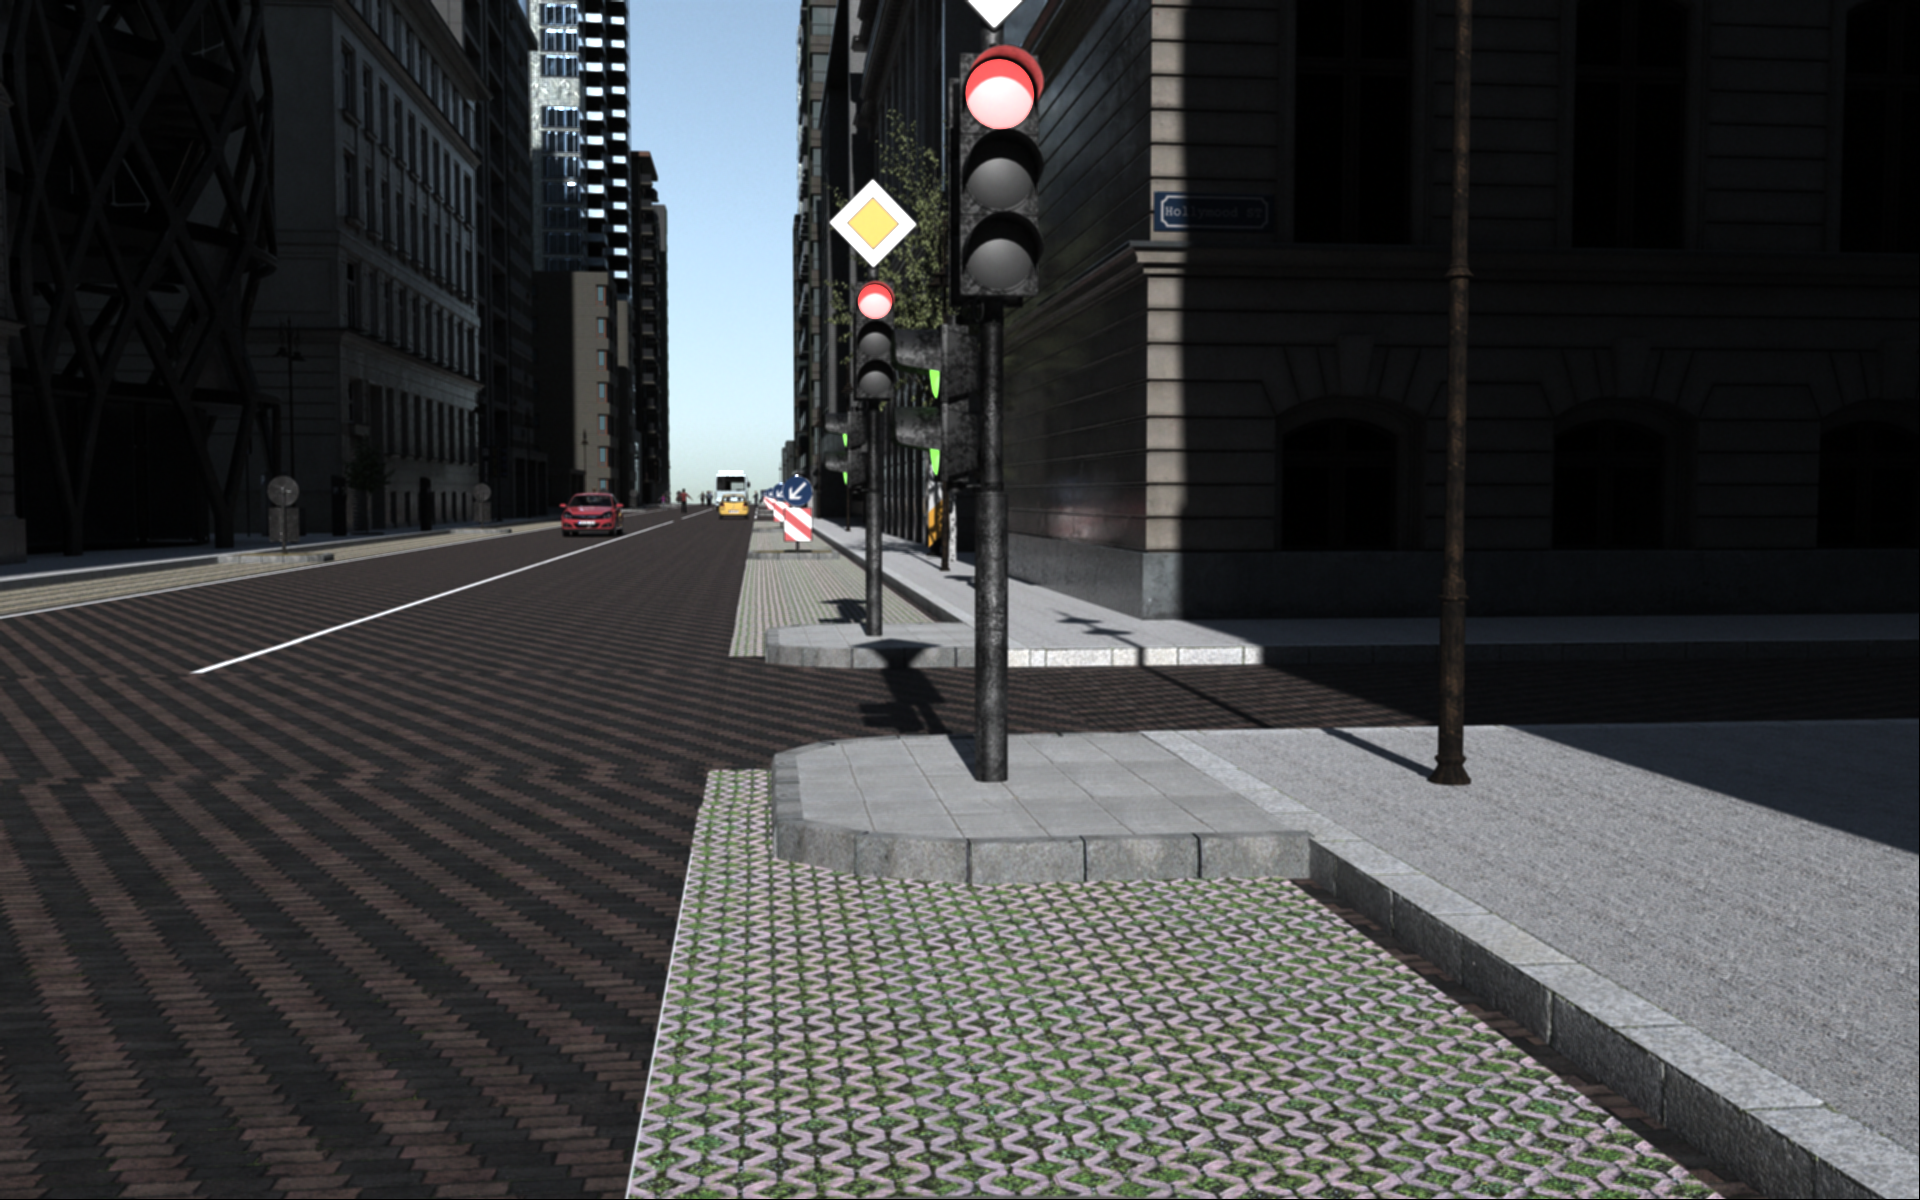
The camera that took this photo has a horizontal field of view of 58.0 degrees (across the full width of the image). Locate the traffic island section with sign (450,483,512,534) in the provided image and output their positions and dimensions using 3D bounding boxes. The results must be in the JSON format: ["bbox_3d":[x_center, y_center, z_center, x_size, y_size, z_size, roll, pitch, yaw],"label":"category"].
[{"bbox_3d":[-17.517,-3.352,63.439,1.989,1.847,2.006,0,4,-7],"label":"traffic island section with sign"}]

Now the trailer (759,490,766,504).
[{"bbox_3d":[-27.407,-14.412,242.686,1.471,1.999,3.904,0,4,-6],"label":"trailer"}]

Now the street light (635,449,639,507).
[{"bbox_3d":[-32.259,-12.257,173.186,0.468,5.910,1.993,0,4,-7],"label":"street light"}]

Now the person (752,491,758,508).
[{"bbox_3d":[-21.493,-10.566,181.705,0.568,1.767,0.683,0,4,1],"label":"person"}]

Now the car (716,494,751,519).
[{"bbox_3d":[-13.005,-5.461,99.515,2.015,1.641,3.980,0,4,-8],"label":"car"}]

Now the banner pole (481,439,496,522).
[{"bbox_3d":[-21.404,-5.423,78.689,0.401,3.779,0.863,2,4,29],"label":"banner pole"}]

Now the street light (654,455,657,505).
[{"bbox_3d":[-35.740,-14.114,203.553,0.468,5.910,1.993,0,4,-7],"label":"street light"}]

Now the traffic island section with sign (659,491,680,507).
[{"bbox_3d":[-32.676,-11.339,194.012,1.989,1.847,2.006,0,4,-7],"label":"traffic island section with sign"}]

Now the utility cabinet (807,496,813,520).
[{"bbox_3d":[-7.391,-4.550,85.546,0.306,1.237,1.020,0,4,-6],"label":"utility cabinet"}]

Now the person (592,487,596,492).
[{"bbox_3d":[-19.649,-5.171,93.122,0.705,1.814,1.350,2,4,32],"label":"person"}]

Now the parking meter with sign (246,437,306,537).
[{"bbox_3d":[-20.821,-3.447,52.618,1.738,3.016,0.543,-3,5,-45],"label":"parking meter with sign"}]

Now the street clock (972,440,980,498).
[{"bbox_3d":[0.328,-1.148,23.345,0.471,2.002,0.358,-3,5,-42],"label":"street clock"}]

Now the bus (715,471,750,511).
[{"bbox_3d":[-19.263,-9.273,146.471,2.948,3.499,13.247,0,4,-7],"label":"bus"}]

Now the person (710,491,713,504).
[{"bbox_3d":[-35.341,-14.576,246.685,0.599,1.838,0.709,0,4,-2],"label":"person"}]

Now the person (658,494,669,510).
[{"bbox_3d":[-26.382,-8.705,154.058,0.991,1.433,0.599,-1,4,-15],"label":"person"}]

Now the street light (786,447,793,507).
[{"bbox_3d":[-16.214,-11.828,166.175,0.468,5.910,1.993,0,4,-7],"label":"street light"}]

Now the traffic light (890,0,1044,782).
[{"bbox_3d":[0.122,-1.146,7.661,0.839,4.253,0.868,0,4,-7],"label":"traffic light"}]

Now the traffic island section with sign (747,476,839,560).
[{"bbox_3d":[-3.725,-1.822,38.422,1.989,1.847,2.006,0,4,-7],"label":"traffic island section with sign"}]

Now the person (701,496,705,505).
[{"bbox_3d":[-32.232,-12.553,216.978,0.421,1.427,0.697,2,4,25],"label":"person"}]

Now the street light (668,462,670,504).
[{"bbox_3d":[-39.251,-15.966,233.838,0.468,5.910,1.993,0,4,-7],"label":"street light"}]

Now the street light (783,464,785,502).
[{"bbox_3d":[-18.602,-13.089,186.790,0.468,5.910,1.993,0,4,-7],"label":"street light"}]

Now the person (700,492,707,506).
[{"bbox_3d":[-30.167,-11.852,202.998,1.217,1.735,0.721,0,4,0],"label":"person"}]

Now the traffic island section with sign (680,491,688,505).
[{"bbox_3d":[-35.842,-13.018,221.464,1.989,1.847,2.006,0,4,-7],"label":"traffic island section with sign"}]

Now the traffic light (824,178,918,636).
[{"bbox_3d":[-0.798,-1.631,15.593,0.839,4.253,0.868,0,4,-7],"label":"traffic light"}]

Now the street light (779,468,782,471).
[{"bbox_3d":[-22.153,-15.002,218.065,0.468,5.910,1.993,0,4,-7],"label":"street light"}]

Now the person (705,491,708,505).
[{"bbox_3d":[-31.853,-12.835,218.495,0.705,1.807,1.348,-2,4,-26],"label":"person"}]

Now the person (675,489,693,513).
[{"bbox_3d":[-20.573,-7.380,129.096,1.348,1.831,0.705,0,4,3],"label":"person"}]

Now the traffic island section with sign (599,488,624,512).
[{"bbox_3d":[-23.365,-6.435,113.834,1.989,1.847,2.006,0,4,-7],"label":"traffic island section with sign"}]

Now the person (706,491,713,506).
[{"bbox_3d":[-30.282,-12.274,209.169,0.705,1.826,1.348,2,4,30],"label":"person"}]

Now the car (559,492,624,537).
[{"bbox_3d":[-12.608,-3.086,59.502,2.155,1.783,4.494,0,4,-6],"label":"car"}]

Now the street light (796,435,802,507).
[{"bbox_3d":[-12.622,-9.960,135.639,0.468,5.910,1.993,0,4,-7],"label":"street light"}]

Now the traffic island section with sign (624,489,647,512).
[{"bbox_3d":[-26.461,-8.072,140.611,1.989,1.847,2.006,0,4,-7],"label":"traffic island section with sign"}]

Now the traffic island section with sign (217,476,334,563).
[{"bbox_3d":[-14.409,-1.714,36.656,1.989,1.847,2.006,0,4,-7],"label":"traffic island section with sign"}]
